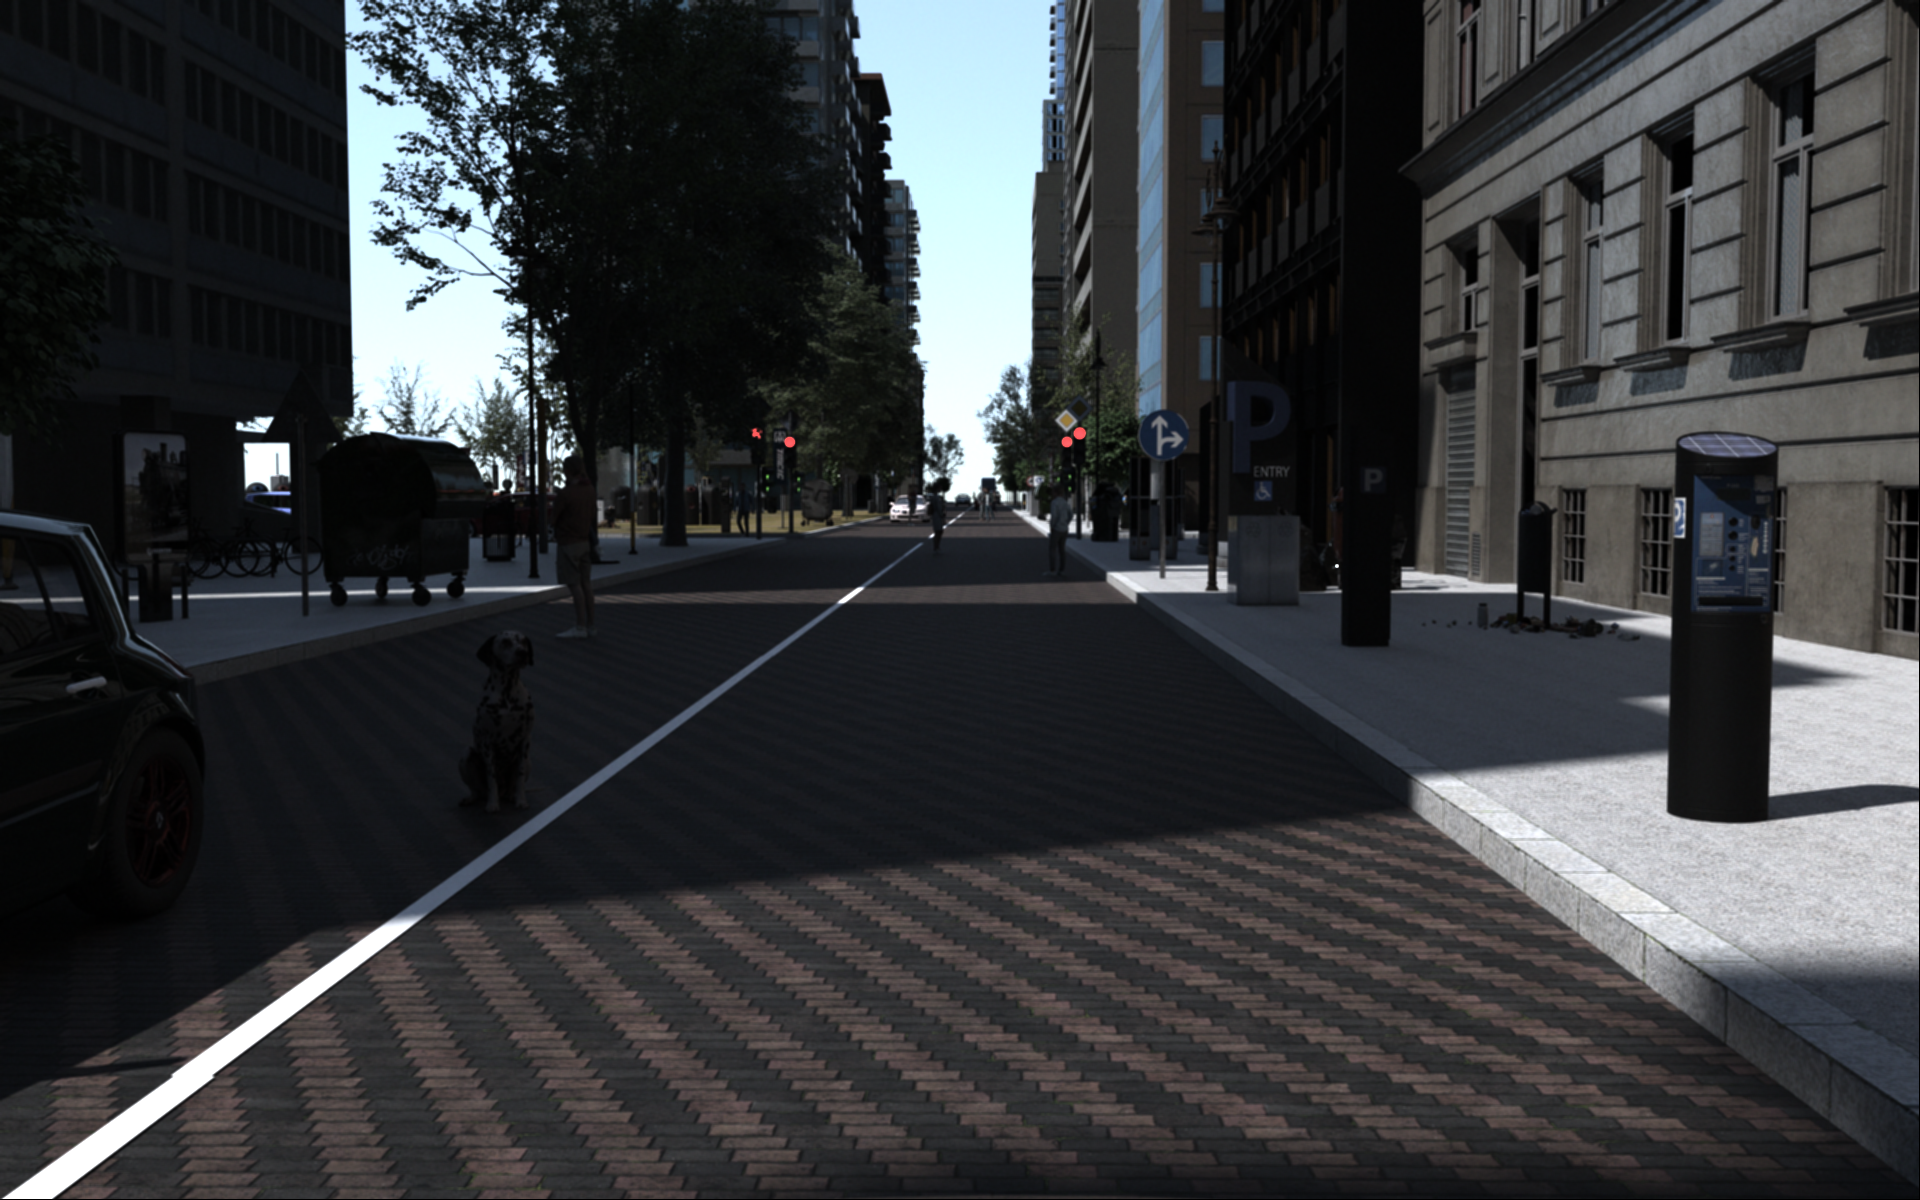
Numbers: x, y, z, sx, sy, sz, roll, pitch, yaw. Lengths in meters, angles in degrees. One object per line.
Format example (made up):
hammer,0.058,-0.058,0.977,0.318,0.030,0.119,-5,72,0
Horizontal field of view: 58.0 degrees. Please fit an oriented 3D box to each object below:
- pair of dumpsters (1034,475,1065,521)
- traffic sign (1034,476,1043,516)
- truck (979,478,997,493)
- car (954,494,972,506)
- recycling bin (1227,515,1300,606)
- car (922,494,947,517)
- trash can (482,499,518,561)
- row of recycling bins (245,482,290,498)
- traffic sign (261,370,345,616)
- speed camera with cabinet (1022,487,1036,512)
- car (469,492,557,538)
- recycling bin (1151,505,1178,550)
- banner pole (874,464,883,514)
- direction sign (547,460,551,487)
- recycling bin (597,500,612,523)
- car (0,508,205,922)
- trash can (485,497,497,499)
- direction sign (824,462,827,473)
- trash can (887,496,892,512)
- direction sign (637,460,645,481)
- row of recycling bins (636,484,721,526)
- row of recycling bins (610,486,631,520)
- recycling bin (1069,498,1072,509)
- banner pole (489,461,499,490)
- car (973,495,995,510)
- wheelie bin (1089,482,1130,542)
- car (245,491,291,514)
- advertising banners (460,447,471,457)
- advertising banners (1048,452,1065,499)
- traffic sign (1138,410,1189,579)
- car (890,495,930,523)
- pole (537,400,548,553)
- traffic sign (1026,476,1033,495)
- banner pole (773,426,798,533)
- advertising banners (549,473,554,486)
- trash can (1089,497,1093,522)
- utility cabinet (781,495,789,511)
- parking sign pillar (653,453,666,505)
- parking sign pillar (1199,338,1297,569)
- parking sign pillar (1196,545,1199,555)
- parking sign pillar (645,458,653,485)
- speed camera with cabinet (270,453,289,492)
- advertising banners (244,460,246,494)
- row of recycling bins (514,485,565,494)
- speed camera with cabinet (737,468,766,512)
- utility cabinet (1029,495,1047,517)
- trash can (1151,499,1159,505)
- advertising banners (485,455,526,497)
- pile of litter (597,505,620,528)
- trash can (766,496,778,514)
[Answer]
pair of dumpsters,4.465,-5.018,84.537,1.574,2.255,4.437,0,4,1
traffic sign,4.436,-5.818,97.258,0.606,2.300,0.079,1,4,10
truck,4.762,-17.646,278.264,2.967,4.110,18.799,0,4,-1
car,0.373,-11.899,206.339,2.131,1.459,4.920,0,4,1
recycling bin,3.538,-0.469,20.224,0.722,1.027,0.722,0,4,-1
car,-1.802,-6.035,108.456,2.009,1.686,4.222,0,4,3
trash can,-8.831,-1.315,33.156,0.748,1.137,0.748,0,3,0
row of recycling bins,-24.333,-3.302,61.097,3.534,1.692,1.069,-2,4,-25
traffic sign,-6.890,-1.111,18.164,0.884,2.594,0.081,0,4,2
speed camera with cabinet,5.121,-7.987,124.919,0.660,3.252,2.038,-1,4,-21
car,-13.519,-2.669,52.684,4.494,1.783,2.155,0,4,2
recycling bin,4.560,-1.667,39.816,0.722,1.027,0.722,2,4,28
banner pole,-5.123,-7.318,109.671,0.863,3.779,0.401,2,4,32
direction sign,-27.239,-7.496,114.550,0.379,3.537,0.876,-2,4,-32
recycling bin,-14.208,-3.417,68.417,0.722,1.027,0.722,1,4,16
car,-3.616,0.320,4.555,2.009,1.686,4.222,0,4,2
trash can,-20.323,-3.847,74.544,0.748,1.137,0.748,0,3,0
direction sign,-9.946,-8.471,130.489,0.876,3.537,0.379,0,4,-3
trash can,-5.179,-6.838,123.456,0.748,1.137,0.748,0,3,0
direction sign,-21.261,-7.556,115.536,0.876,3.537,0.379,3,5,41
row of recycling bins,-11.569,-3.926,71.310,3.534,1.692,1.069,-2,4,-25
row of recycling bins,-17.232,-4.948,88.018,1.069,1.692,3.534,0,4,-5
recycling bin,7.102,-6.248,114.712,0.722,1.027,0.722,2,4,30
banner pole,-34.593,-8.462,128.378,0.863,3.779,0.401,-2,4,-26
car,2.259,-9.009,156.339,2.155,1.783,4.494,0,4,2
wheelie bin,3.973,-2.377,46.770,0.980,1.594,0.693,-3,5,-45
car,-20.713,-2.725,54.146,3.694,1.707,1.945,0,4,1
advertising banners,-18.807,-4.133,63.763,0.090,3.025,2.074,3,4,36
advertising banners,4.132,-4.712,73.221,0.090,3.025,2.074,2,4,27
traffic sign,3.080,-1.599,26.251,0.768,2.556,0.104,0,4,3
car,-2.495,-4.615,87.813,2.083,1.381,4.827,0,4,2
pole,-9.033,-2.668,37.457,0.158,3.312,0.155,0,3,0
traffic sign,4.996,-7.370,120.597,0.768,2.556,0.104,1,4,11
banner pole,-5.834,-4.141,57.729,0.863,3.779,0.401,0,4,5
advertising banners,-28.738,-7.536,119.405,0.090,3.025,2.074,3,4,36
trash can,6.259,-4.115,78.930,0.748,1.137,0.748,0,3,0
utility cabinet,-12.881,-7.143,127.947,0.306,1.237,1.020,1,4,20
parking sign pillar,-14.733,-6.106,88.307,1.447,3.967,1.447,-1,4,-14
parking sign pillar,5.183,-2.548,30.133,1.447,3.967,1.447,-1,4,-17
parking sign pillar,5.759,-2.952,36.743,1.447,3.967,1.447,2,4,26
parking sign pillar,-22.490,-8.486,127.215,1.447,3.967,1.447,-3,5,-44
speed camera with cabinet,-31.911,-5.417,82.910,2.038,3.252,0.660,0,4,7
advertising banners,-35.832,-5.627,88.186,2.074,3.025,0.090,-1,4,-21
row of recycling bins,-19.905,-4.653,83.186,3.534,1.692,1.069,2,4,24
speed camera with cabinet,-15.035,-7.981,124.824,2.038,3.252,0.660,1,4,8
utility cabinet,4.469,-5.357,98.750,1.020,1.237,0.306,-1,4,-21
trash can,5.183,-2.234,48.172,0.748,1.137,0.748,0,3,0
advertising banners,-20.152,-4.922,76.661,2.074,3.025,0.090,-1,4,-17
pile of litter,-13.517,-3.166,65.733,1.176,0.858,1.719,-1,4,-17
trash can,-12.384,-6.266,114.096,0.748,1.137,0.748,0,3,0
